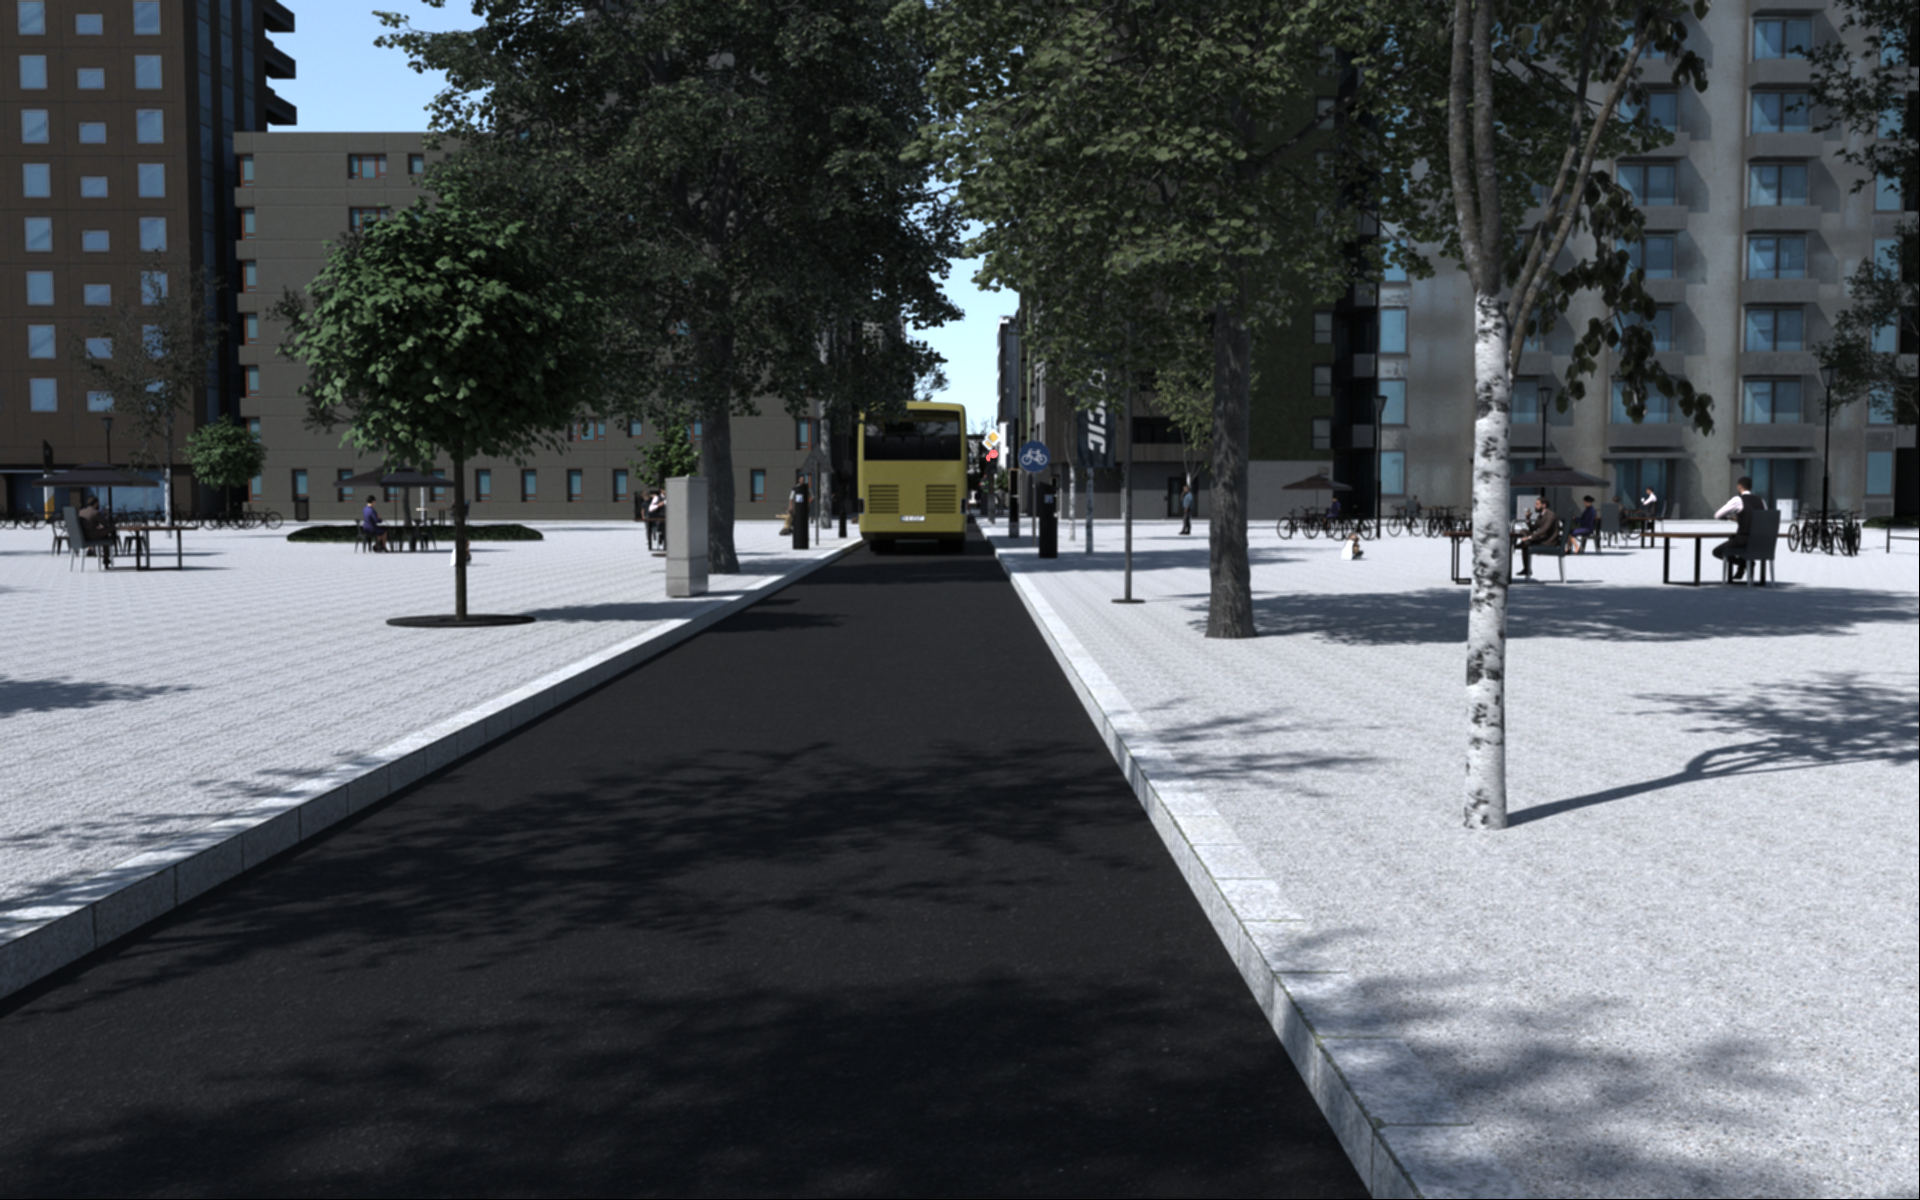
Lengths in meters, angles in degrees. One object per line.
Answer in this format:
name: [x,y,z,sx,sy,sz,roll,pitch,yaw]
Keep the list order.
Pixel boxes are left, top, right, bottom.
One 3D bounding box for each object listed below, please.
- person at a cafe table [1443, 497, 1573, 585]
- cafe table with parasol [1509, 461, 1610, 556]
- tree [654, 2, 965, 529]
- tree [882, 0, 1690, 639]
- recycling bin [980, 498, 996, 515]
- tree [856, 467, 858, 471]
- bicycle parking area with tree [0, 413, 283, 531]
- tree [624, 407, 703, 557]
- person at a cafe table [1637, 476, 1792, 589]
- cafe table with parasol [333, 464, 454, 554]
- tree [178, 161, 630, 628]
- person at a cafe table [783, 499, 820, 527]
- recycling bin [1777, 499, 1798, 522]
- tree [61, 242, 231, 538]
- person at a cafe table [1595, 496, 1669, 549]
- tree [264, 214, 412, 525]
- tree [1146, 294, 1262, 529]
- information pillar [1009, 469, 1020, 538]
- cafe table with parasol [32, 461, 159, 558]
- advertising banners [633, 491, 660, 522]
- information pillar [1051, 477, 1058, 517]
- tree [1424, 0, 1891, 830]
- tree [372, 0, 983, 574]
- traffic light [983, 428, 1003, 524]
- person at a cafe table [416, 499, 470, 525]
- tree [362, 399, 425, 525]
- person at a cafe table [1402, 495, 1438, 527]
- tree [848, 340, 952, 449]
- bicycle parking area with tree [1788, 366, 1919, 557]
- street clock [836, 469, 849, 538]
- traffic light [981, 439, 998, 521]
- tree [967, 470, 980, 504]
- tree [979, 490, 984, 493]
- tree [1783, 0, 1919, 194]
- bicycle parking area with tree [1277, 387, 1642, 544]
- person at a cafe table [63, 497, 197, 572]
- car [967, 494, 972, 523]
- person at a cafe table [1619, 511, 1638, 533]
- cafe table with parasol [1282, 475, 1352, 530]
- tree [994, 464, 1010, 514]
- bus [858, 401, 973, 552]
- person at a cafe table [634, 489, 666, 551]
person at a cafe table: [7.895,-0.862,24.952,1.726,1.238,1.698,1,4,12]
cafe table with parasol: [12.527,-1.933,36.467,2.610,1.966,2.610,0,4,-4]
tree: [-6.319,-12.649,62.695,12.611,20.169,13.585,0,3,0]
tree: [2.584,-5.911,14.773,7.486,12.596,7.792,0,3,0]
recycling bin: [1.746,-5.832,107.911,0.722,1.027,0.722,-3,4,-39]
tree: [-3.859,-6.649,92.430,4.285,4.588,4.351,0,3,0]
bicycle parking area with tree: [-30.151,-4.665,63.281,9.016,4.147,8.231,-2,4,-35]
tree: [-5.849,-2.522,35.836,1.663,3.219,1.824,0,3,0]
person at a cafe table: [10.723,-0.956,24.141,1.698,1.524,1.622,-1,4,-12]
cafe table with parasol: [-12.408,-2.032,38.083,2.610,1.966,2.610,0,4,6]
tree: [-5.076,-2.048,17.207,4.285,4.588,4.351,0,3,0]
person at a cafe table: [-5.895,-3.487,67.867,1.698,1.238,1.726,-1,4,-20]
recycling bin: [38.730,-4.192,81.087,0.722,1.027,0.722,-3,5,-42]
tree: [-23.177,-6.094,50.003,4.360,8.622,3.978,0,3,0]
person at a cafe table: [15.668,-1.847,41.053,1.698,1.238,1.726,3,4,39]
tree: [-19.017,-7.586,58.445,7.601,10.594,8.767,0,4,5]
tree: [8.519,-6.896,63.104,4.737,8.622,4.395,0,3,0]
information pillar: [1.594,-2.836,50.866,0.304,2.012,0.304,0,4,6]
cafe table with parasol: [-17.776,-1.887,35.724,2.610,1.966,2.610,-3,5,-43]
advertising banners: [-14.315,-5.191,81.056,2.074,3.025,0.090,-2,4,-31]
information pillar: [4.077,-4.295,74.708,0.304,2.012,0.304,1,4,9]
tree: [2.248,-3.423,6.335,4.360,8.622,3.978,0,3,0]
tree: [-4.020,-7.400,27.647,9.857,13.997,8.962,0,3,0]
traffic light: [1.395,-5.183,73.658,0.839,4.253,0.868,0,3,0]
person at a cafe table: [-19.607,-3.403,66.504,1.698,1.238,1.726,2,4,32]
tree: [-22.281,-7.368,70.833,4.737,8.622,4.395,0,3,0]
person at a cafe table: [18.221,-3.549,68.888,1.698,1.238,1.726,2,4,34]
tree: [-4.410,-11.619,115.724,9.928,11.665,9.643,0,3,0]
bicycle parking area with tree: [21.981,-3.145,38.421,8.231,4.147,9.016,1,4,21]
street clock: [-3.443,-2.828,50.805,0.358,2.002,0.471,-2,4,-25]
traffic light: [1.392,-5.671,81.643,0.839,4.253,0.868,0,3,0]
tree: [2.042,-14.339,218.150,4.285,4.588,4.351,0,3,0]
tree: [3.158,-13.147,209.554,1.663,3.219,1.824,0,3,0]
tree: [12.008,-4.983,15.882,8.767,10.594,7.601,0,4,-2]
bicycle parking area with tree: [14.154,-3.779,48.788,9.016,4.147,8.231,-2,4,-29]
person at a cafe table: [-14.073,-1.113,29.055,1.698,1.238,1.726,3,4,36]
car: [-0.541,-4.752,86.365,2.281,1.827,5.304,0,4,1]
person at a cafe table: [22.302,-2.957,56.868,1.622,1.524,1.698,2,4,27]
cafe table with parasol: [12.729,-3.480,61.756,2.610,1.966,2.610,0,4,0]
tree: [2.769,-7.117,110.967,1.663,3.219,1.824,0,3,0]
bus: [-1.068,-3.323,45.879,2.896,3.916,12.252,0,4,0]
person at a cafe table: [-6.598,-1.899,39.562,1.698,1.524,1.622,-3,4,-37]
